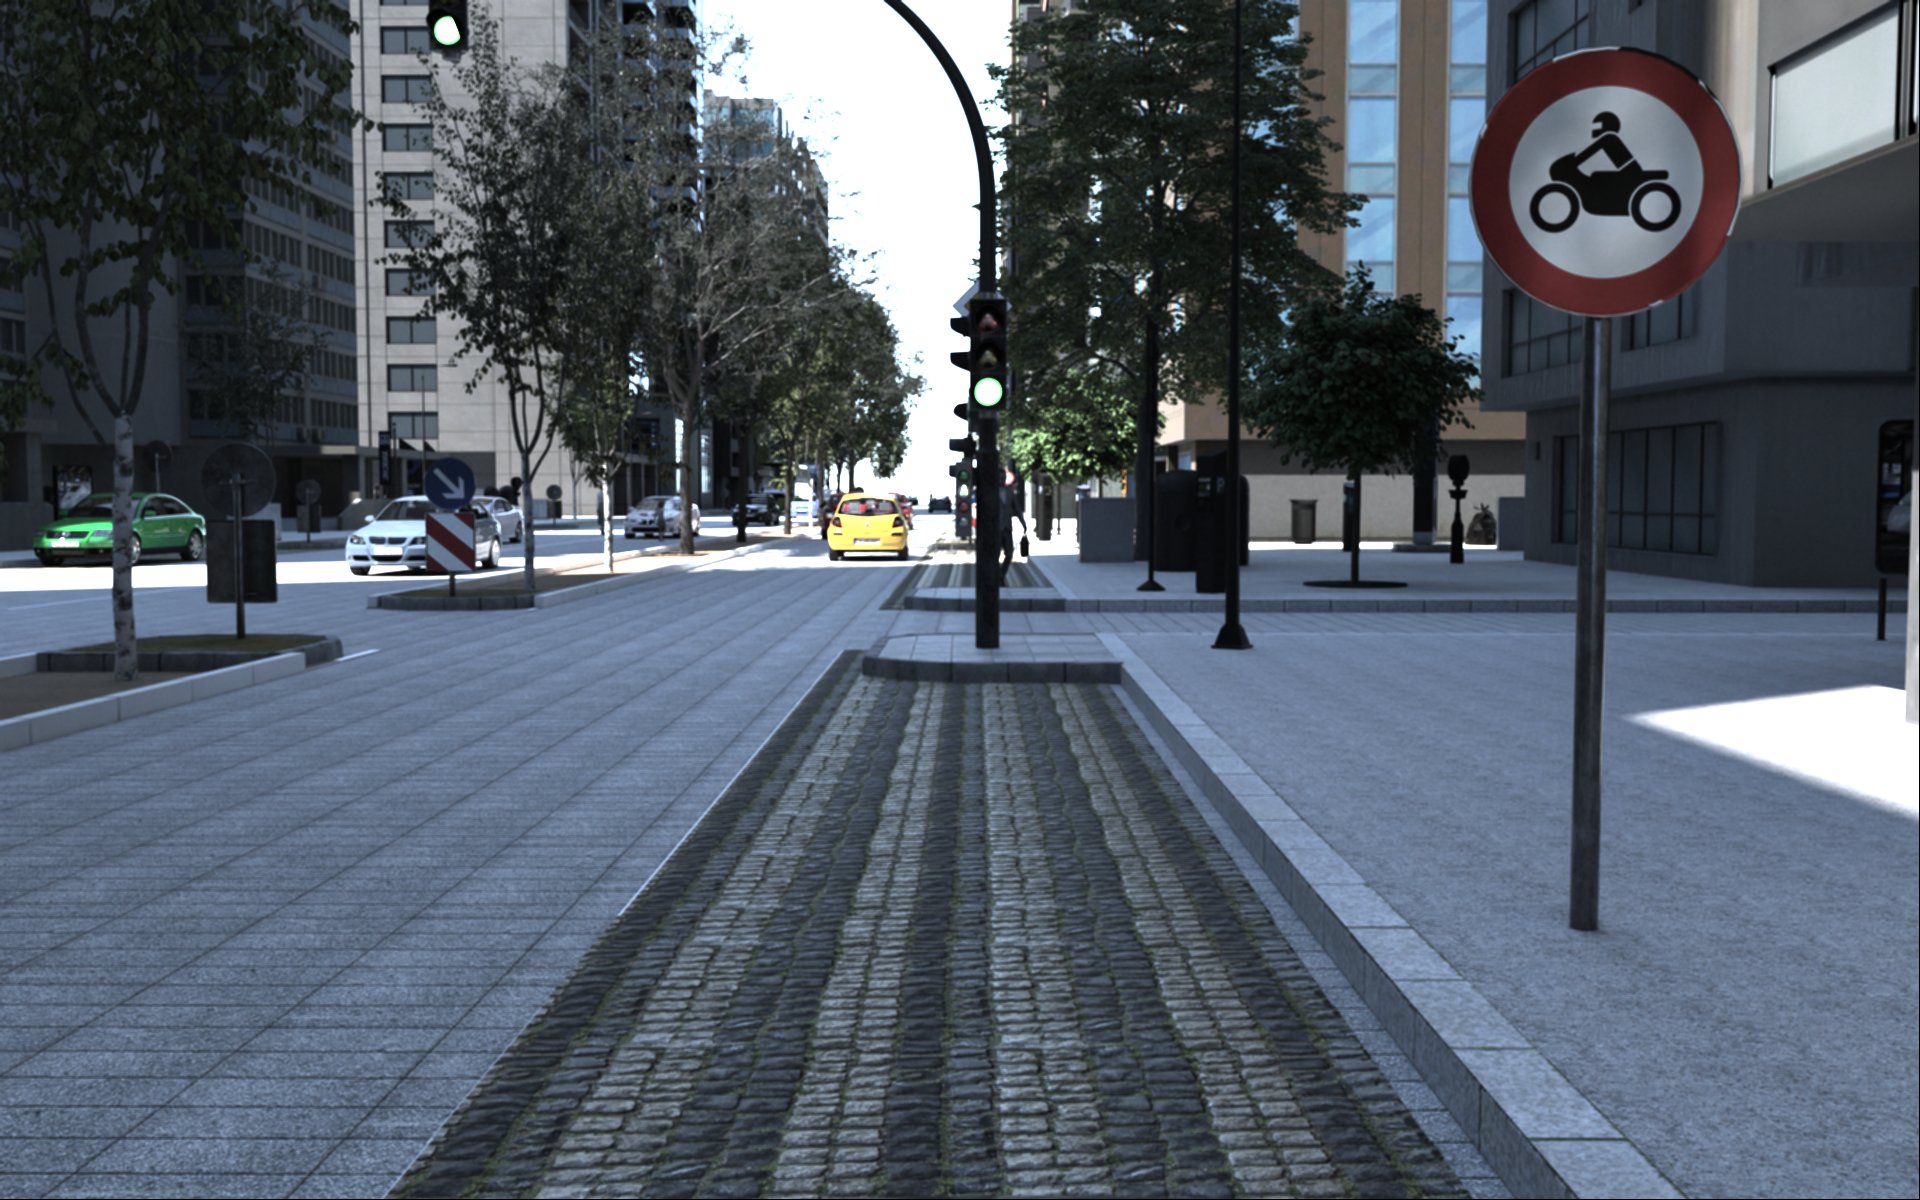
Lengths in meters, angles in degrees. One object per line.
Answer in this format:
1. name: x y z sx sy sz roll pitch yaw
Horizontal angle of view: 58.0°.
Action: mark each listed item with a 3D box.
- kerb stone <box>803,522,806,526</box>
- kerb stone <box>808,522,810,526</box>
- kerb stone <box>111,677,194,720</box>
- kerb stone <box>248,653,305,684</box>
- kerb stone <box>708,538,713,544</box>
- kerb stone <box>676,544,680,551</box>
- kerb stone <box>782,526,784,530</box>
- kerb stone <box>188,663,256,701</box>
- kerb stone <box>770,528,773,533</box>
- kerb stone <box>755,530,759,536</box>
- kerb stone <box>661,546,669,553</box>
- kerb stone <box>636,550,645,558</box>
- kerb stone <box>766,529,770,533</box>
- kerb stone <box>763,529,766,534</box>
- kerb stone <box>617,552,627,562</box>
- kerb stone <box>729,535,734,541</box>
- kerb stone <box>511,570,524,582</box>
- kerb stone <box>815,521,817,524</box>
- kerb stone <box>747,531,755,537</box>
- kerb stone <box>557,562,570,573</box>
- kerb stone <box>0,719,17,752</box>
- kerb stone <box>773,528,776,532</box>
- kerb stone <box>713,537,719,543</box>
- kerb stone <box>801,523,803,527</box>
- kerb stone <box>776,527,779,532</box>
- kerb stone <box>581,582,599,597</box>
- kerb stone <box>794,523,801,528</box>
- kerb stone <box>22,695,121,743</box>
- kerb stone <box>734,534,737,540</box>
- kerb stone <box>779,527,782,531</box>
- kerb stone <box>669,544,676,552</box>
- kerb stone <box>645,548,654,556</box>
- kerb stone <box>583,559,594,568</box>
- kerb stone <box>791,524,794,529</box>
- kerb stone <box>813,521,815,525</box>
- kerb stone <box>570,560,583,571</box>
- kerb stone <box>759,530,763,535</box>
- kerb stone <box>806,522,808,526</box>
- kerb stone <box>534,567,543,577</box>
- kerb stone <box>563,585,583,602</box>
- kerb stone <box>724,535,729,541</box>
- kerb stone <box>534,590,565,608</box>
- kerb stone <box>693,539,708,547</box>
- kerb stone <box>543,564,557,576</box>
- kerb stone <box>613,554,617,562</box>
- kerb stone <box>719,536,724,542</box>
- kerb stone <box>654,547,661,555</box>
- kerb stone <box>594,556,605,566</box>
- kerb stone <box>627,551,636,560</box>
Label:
1. kerb stone: -6.941 -3.263 75.539 0.120 0.150 1.000 0 4 0
2. kerb stone: -6.921 -3.382 77.613 0.120 0.150 1.000 0 4 0
3. kerb stone: -5.370 0.656 11.463 0.120 0.150 1.000 0 4 0
4. kerb stone: -5.361 0.531 13.514 0.120 0.150 1.000 0 4 0
5. kerb stone: -7.169 -1.634 48.904 0.120 0.150 1.000 0 4 0
6. kerb stone: -7.201 -1.320 43.778 0.120 0.150 1.000 0 4 0
7. kerb stone: -7.010 -2.759 67.345 0.120 0.150 1.000 0 4 0
8. kerb stone: -5.367 0.594 12.488 0.120 0.150 1.000 0 4 0
9. kerb stone: -7.039 -2.511 63.254 0.120 0.150 1.000 0 4 0
10. kerb stone: -7.074 -2.260 59.162 0.120 0.150 1.000 0 4 0
11. kerb stone: -7.223 -1.193 41.732 0.120 0.150 1.000 0 4 0
12. kerb stone: -7.245 -1.003 38.658 0.120 0.150 1.000 0 4 0
13. kerb stone: -7.050 -2.449 62.232 0.120 0.150 1.000 0 4 0
14. kerb stone: -7.057 -2.384 61.210 0.120 0.150 1.000 0 4 0
15. kerb stone: -7.261 -0.881 36.605 0.120 0.150 1.000 0 4 0
16. kerb stone: -7.122 -1.883 53.014 0.120 0.150 1.000 0 4 0
17. kerb stone: -7.330 -0.378 28.422 0.120 0.150 1.000 0 4 0
18. kerb stone: -6.902 -3.577 80.703 0.120 0.150 1.000 0 4 0
19. kerb stone: -7.089 -2.198 58.140 0.120 0.150 1.000 0 4 0
20. kerb stone: -7.306 -0.568 31.489 0.120 0.150 1.000 0 4 0
21. kerb stone: -5.392 0.786 9.417 0.120 0.150 1.000 0 4 0
22. kerb stone: -7.041 -2.572 64.276 0.120 0.150 1.000 0 4 0
23. kerb stone: -7.159 -1.696 49.929 0.120 0.150 1.000 0 4 0
24. kerb stone: -6.954 -3.200 74.517 0.120 0.150 1.000 0 4 0
25. kerb stone: -7.020 -2.636 65.297 0.120 0.150 1.000 0 4 0
26. kerb stone: -5.274 -0.126 24.300 0.120 0.150 1.000 0 4 0
27. kerb stone: -6.957 -3.137 73.488 0.120 0.150 1.000 0 4 0
28. kerb stone: -5.384 0.722 10.440 0.120 0.150 1.000 0 4 0
29. kerb stone: -7.119 -1.947 54.036 0.120 0.150 1.000 0 4 0
30. kerb stone: -7.020 -2.698 66.323 0.120 0.150 1.000 0 4 0
31. kerb stone: -7.209 -1.257 42.754 0.120 0.150 1.000 0 4 0
32. kerb stone: -7.226 -1.070 39.686 0.120 0.150 1.000 0 4 0
33. kerb stone: -7.300 -0.694 33.539 0.120 0.150 1.000 0 4 0
34. kerb stone: -6.983 -2.949 70.422 0.120 0.150 1.000 0 4 0
35. kerb stone: -6.900 -3.508 79.681 0.120 0.150 1.000 0 4 0
36. kerb stone: -7.298 -0.625 32.517 0.120 0.150 1.000 0 4 0
37. kerb stone: -7.068 -2.324 60.188 0.120 0.150 1.000 0 4 0
38. kerb stone: -6.931 -3.326 76.572 0.120 0.150 1.000 0 4 0
39. kerb stone: -7.324 -0.443 29.444 0.120 0.150 1.000 0 4 0
40. kerb stone: -5.280 -0.066 23.277 0.120 0.150 1.000 0 4 0
41. kerb stone: -7.127 -1.818 51.988 0.120 0.150 1.000 0 4 0
42. kerb stone: -5.289 -0.003 22.255 0.120 0.150 1.000 0 4 0
43. kerb stone: -7.173 -1.571 47.878 0.120 0.150 1.000 0 4 0
44. kerb stone: -7.322 -0.506 30.466 0.120 0.150 1.000 0 4 0
45. kerb stone: -7.268 -0.819 35.583 0.120 0.150 1.000 0 4 0
46. kerb stone: -7.146 -1.759 50.966 0.120 0.150 1.000 0 4 0
47. kerb stone: -7.233 -1.132 40.708 0.120 0.150 1.000 0 4 0
48. kerb stone: -7.287 -0.745 34.562 0.120 0.150 1.000 0 4 0
49. kerb stone: -7.263 -0.944 37.629 0.120 0.150 1.000 0 4 0
